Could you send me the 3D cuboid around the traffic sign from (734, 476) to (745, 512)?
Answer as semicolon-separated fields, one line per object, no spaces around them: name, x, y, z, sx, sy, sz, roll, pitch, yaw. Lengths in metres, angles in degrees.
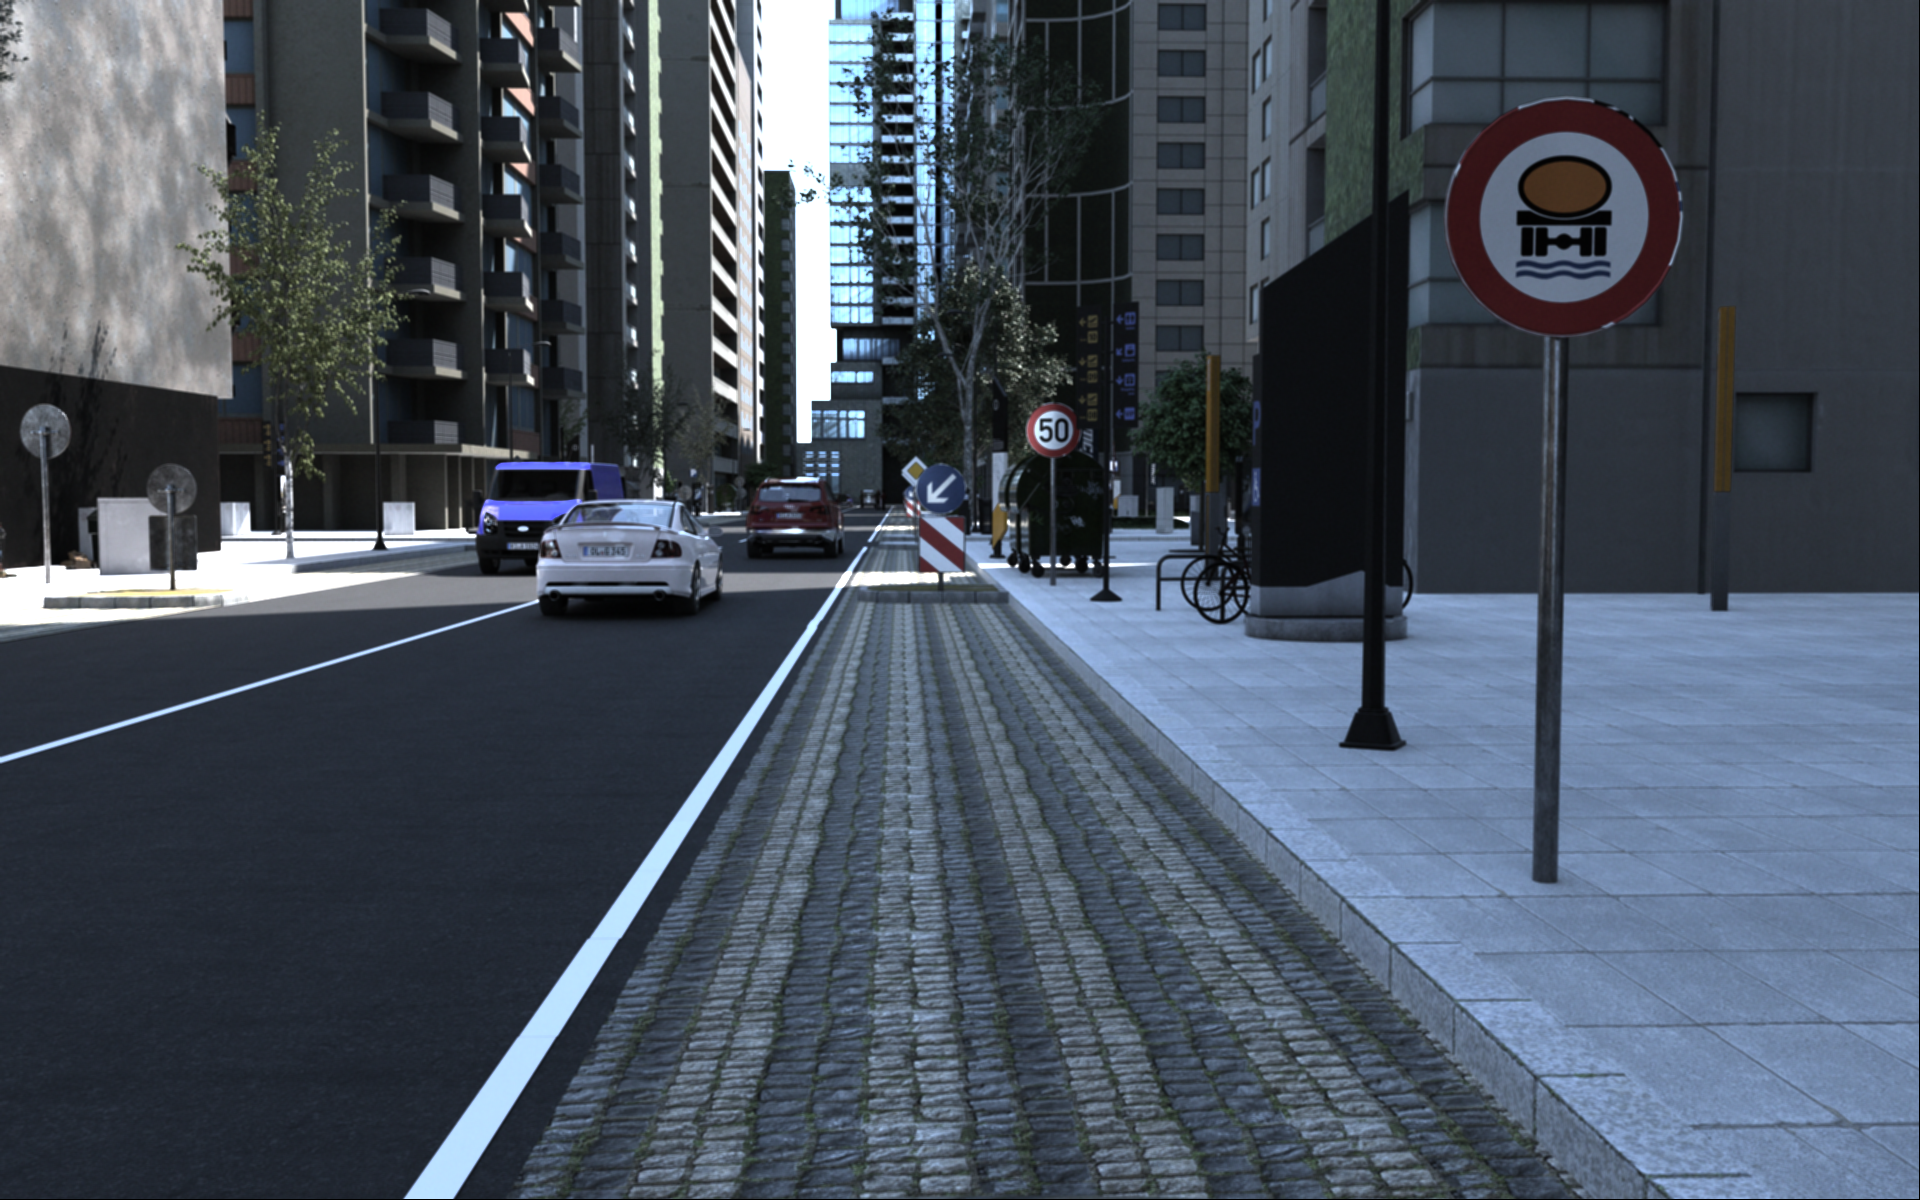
traffic sign;-15.961;-7.665;125.434;0.768;2.556;0.104;0;4;1

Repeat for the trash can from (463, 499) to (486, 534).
trash can;-15.468;-2.665;55.231;0.748;1.137;0.748;0;3;0

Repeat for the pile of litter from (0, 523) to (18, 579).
pile of litter;-15.145;-0.771;26.576;1.176;0.858;1.719;-2;4;-29

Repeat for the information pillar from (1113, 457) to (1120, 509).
information pillar;9.341;-6.866;103.607;0.504;3.616;0.183;-1;4;-11

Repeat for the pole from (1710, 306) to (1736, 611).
pole;8.355;-1.537;18.967;0.158;3.312;0.155;0;3;0

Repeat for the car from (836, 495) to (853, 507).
car;-12.941;-11.135;194.635;1.945;1.354;3.894;0;4;-2

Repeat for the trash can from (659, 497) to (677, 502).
trash can;-15.166;-4.838;90.752;0.748;1.137;0.748;0;3;0

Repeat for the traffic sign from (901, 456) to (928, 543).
traffic sign;-1.148;-2.548;45.298;0.795;2.450;0.064;0;4;-2

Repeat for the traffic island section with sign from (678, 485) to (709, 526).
traffic island section with sign;-12.299;-4.219;77.609;1.989;1.847;2.006;0;4;-2

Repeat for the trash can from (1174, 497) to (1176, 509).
trash can;12.408;-5.528;102.034;0.748;1.137;0.748;0;3;0

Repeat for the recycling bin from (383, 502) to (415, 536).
recycling bin;-17.311;-2.501;53.443;0.722;1.027;0.722;-3;5;-43

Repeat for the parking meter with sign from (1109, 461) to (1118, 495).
parking meter with sign;7.659;-5.804;91.148;0.543;3.016;1.738;-1;4;-23

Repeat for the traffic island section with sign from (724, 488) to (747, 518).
traffic island section with sign;-13.229;-5.893;104.982;1.989;1.847;2.006;0;4;-2

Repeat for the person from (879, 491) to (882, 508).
person;-8.100;-10.102;174.340;0.551;1.740;0.621;-1;4;-21

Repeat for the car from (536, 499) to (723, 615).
car;-4.095;-0.584;21.903;2.083;1.381;4.827;0;4;-2

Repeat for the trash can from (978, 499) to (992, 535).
trash can;0.901;-2.647;54.932;0.748;1.137;0.748;0;3;0

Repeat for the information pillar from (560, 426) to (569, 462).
information pillar;-13.814;-4.208;60.150;0.183;3.616;0.504;-1;4;-17

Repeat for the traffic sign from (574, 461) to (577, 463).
traffic sign;-11.758;-3.016;52.948;0.795;2.450;0.064;0;4;-2

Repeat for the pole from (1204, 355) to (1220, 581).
pole;3.731;-1.942;25.593;0.158;3.312;0.155;0;3;0

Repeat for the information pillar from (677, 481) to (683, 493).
information pillar;-16.196;-5.864;100.370;0.304;2.012;0.304;0;4;1

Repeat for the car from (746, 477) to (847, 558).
car;-3.795;-1.940;40.400;2.281;1.827;5.304;0;4;-1

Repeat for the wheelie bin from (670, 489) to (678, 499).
wheelie bin;-19.124;-6.662;116.834;0.980;1.594;0.693;3;5;42

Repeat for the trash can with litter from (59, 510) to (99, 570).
trash can with litter;-14.802;-1.118;29.668;0.624;1.170;1.055;2;4;32

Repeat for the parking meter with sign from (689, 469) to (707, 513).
parking meter with sign;-18.082;-7.566;119.968;0.543;3.016;1.738;-3;4;-36

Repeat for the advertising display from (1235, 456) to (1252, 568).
advertising display;4.937;-1.521;30.088;0.123;1.923;0.974;1;4;21

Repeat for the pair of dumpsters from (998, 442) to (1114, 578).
pair of dumpsters;1.534;-1.589;28.467;1.574;2.255;4.437;0;4;-2

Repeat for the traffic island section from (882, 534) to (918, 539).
traffic island section;-1.396;-1.901;53.356;2.009;0.180;2.903;0;4;-2

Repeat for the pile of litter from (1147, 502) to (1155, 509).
pile of litter;11.073;-5.287;100.400;1.719;0.858;1.176;1;4;18

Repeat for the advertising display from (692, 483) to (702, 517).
advertising display;-14.846;-5.660;97.756;0.123;1.923;0.974;1;4;17

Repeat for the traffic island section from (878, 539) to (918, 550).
traffic island section;-1.124;-1.413;45.376;2.009;0.180;2.903;0;4;-2

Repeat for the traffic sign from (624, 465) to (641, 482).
traffic sign;-14.556;-4.687;76.633;0.884;2.594;0.081;0;4;6

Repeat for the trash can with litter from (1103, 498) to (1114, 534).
trash can with litter;4.334;-2.670;55.036;1.055;1.170;0.624;-1;4;-12

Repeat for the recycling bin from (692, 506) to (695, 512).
recycling bin;-18.422;-6.693;121.984;0.722;1.027;0.722;-1;4;-22

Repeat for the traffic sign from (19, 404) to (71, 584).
traffic sign;-12.989;-1.498;24.593;0.768;2.556;0.104;0;4;6

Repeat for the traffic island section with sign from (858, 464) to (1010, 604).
traffic island section with sign;-0.379;-0.907;23.454;1.989;1.847;2.006;0;4;-2

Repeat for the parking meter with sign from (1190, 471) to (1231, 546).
parking meter with sign;6.386;-2.903;43.726;0.543;3.016;1.738;2;4;33

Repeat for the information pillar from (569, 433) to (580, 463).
information pillar;-14.859;-4.605;66.646;0.504;3.616;0.183;0;4;-6

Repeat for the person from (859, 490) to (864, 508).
person;-10.209;-10.476;179.877;0.705;1.812;1.348;1;4;10

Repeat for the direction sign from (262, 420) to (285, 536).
direction sign;-21.118;-3.755;53.387;0.876;3.537;0.379;1;4;23

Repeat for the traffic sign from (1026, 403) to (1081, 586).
traffic sign;1.307;-1.475;24.230;0.768;2.556;0.104;0;4;0

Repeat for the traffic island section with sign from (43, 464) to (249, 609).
traffic island section with sign;-10.412;-0.845;22.438;1.989;1.847;2.006;0;4;-2

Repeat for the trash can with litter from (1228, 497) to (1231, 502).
trash can with litter;14.914;-5.088;94.572;1.055;1.170;0.624;0;4;0

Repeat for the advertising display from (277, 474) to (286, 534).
advertising display;-22.175;-3.149;56.701;0.123;1.923;0.974;-1;4;-10

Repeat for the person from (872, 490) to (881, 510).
person;-7.298;-8.915;154.390;1.348;1.807;0.705;-2;4;-29

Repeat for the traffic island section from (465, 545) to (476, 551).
traffic island section;-11.510;-1.391;45.029;2.009;0.180;2.903;0;4;-2

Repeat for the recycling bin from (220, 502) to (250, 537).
recycling bin;-22.089;-2.449;52.600;0.722;1.027;0.722;2;4;24

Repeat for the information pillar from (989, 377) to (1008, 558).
information pillar;0.792;-2.641;34.541;0.183;3.616;0.504;-2;4;-29

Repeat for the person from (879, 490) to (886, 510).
person;-6.725;-8.740;151.357;0.705;1.831;1.348;2;4;24

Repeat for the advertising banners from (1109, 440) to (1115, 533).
advertising banners;4.968;-3.723;57.057;0.090;3.025;2.074;0;4;-1

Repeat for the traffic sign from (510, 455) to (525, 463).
traffic sign;-11.487;-2.528;44.968;0.795;2.450;0.064;0;4;-2

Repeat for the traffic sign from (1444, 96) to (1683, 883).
traffic sign;1.941;-0.340;5.668;0.768;2.556;0.104;0;3;0

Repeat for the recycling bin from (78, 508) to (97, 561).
recycling bin;-15.766;-1.192;32.051;0.722;1.027;0.722;1;4;16

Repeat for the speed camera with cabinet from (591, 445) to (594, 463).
speed camera with cabinet;-14.414;-4.564;68.955;0.660;3.252;2.038;-1;4;-14

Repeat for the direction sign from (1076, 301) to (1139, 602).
direction sign;1.757;-1.757;20.731;0.876;3.537;0.379;3;5;40

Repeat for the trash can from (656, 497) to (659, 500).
trash can;-17.478;-5.486;101.349;0.748;1.137;0.748;0;3;0

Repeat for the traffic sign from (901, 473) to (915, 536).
traffic sign;-1.419;-3.036;53.278;0.795;2.450;0.064;0;4;-2
